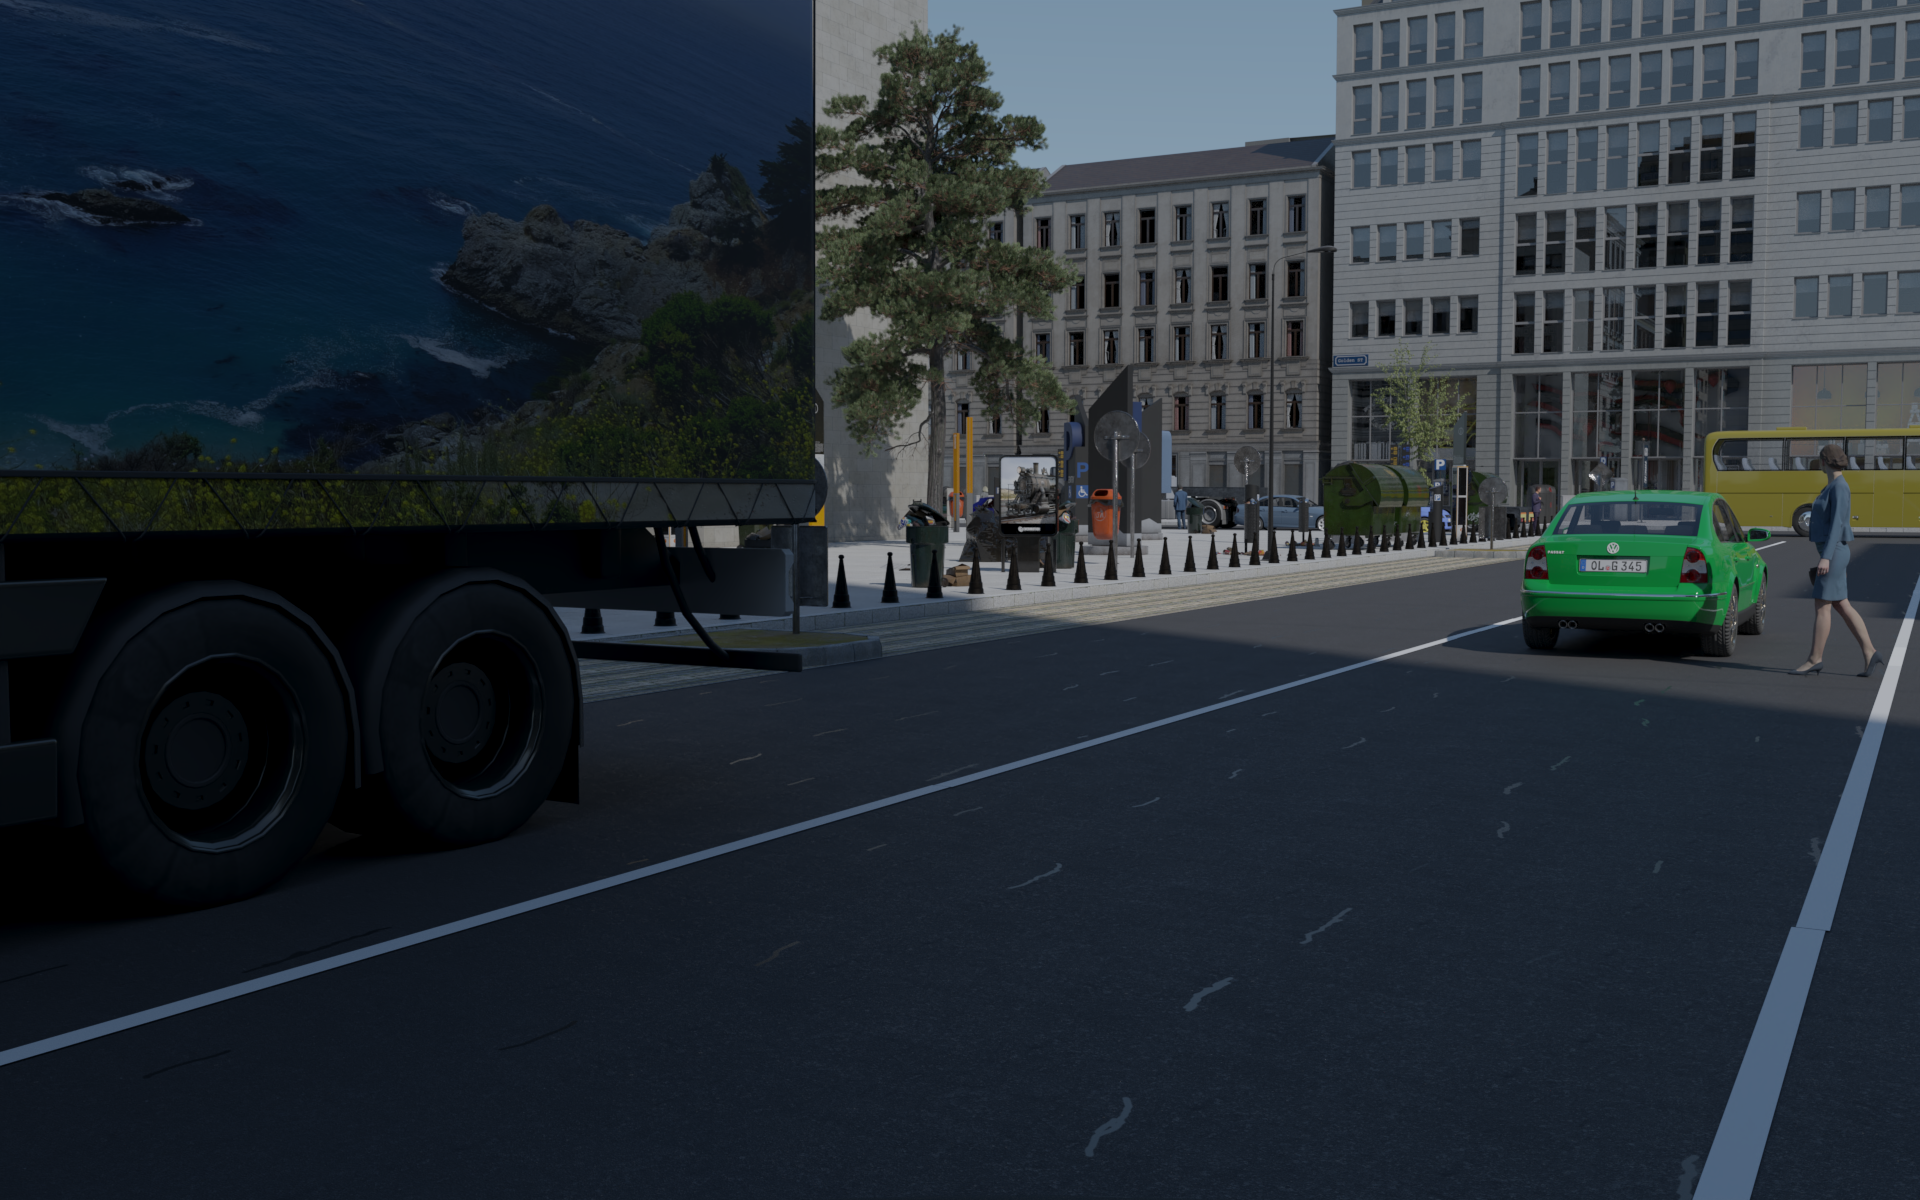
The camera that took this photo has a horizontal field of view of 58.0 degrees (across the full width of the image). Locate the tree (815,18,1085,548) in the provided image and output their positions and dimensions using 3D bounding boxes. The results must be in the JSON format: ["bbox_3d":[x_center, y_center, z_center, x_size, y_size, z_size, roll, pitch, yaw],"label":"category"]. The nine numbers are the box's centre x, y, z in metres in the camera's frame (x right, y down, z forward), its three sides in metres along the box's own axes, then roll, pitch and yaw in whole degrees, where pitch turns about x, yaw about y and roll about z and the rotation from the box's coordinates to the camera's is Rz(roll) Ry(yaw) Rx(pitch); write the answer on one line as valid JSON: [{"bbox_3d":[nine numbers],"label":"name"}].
[{"bbox_3d":[-0.536,-7.239,40.413,6.751,12.117,7.091,0,3,0],"label":"tree"}]

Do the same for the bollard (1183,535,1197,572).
[{"bbox_3d":[3.787,-0.763,28.515,0.229,0.601,0.229,0,3,0],"label":"bollard"}]

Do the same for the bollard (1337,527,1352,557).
[{"bbox_3d":[7.864,-1.200,35.664,0.229,0.601,0.229,0,3,0],"label":"bollard"}]

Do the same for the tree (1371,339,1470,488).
[{"bbox_3d":[21.587,-8.048,81.951,4.737,8.622,4.395,0,3,0],"label":"tree"}]

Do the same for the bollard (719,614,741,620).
[{"bbox_3d":[-2.361,-0.105,17.751,0.229,0.601,0.229,0,3,0],"label":"bollard"}]

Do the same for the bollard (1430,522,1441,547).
[{"bbox_3d":[11.449,-1.584,41.944,0.229,0.601,0.229,0,3,0],"label":"bollard"}]

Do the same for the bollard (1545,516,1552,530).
[{"bbox_3d":[18.109,-2.299,53.624,0.229,0.601,0.229,0,3,0],"label":"bollard"}]

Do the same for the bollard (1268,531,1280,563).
[{"bbox_3d":[5.820,-0.981,32.088,0.229,0.601,0.229,0,3,0],"label":"bollard"}]

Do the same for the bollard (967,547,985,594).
[{"bbox_3d":[0.204,-0.380,22.246,0.229,0.601,0.229,0,3,0],"label":"bollard"}]

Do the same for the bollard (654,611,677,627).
[{"bbox_3d":[-2.871,-0.050,16.859,0.229,0.601,0.229,0,3,0],"label":"bollard"}]

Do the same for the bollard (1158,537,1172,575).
[{"bbox_3d":[3.273,-0.708,27.625,0.229,0.601,0.229,0,3,0],"label":"bollard"}]

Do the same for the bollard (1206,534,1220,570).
[{"bbox_3d":[4.295,-0.818,29.411,0.229,0.601,0.229,0,3,0],"label":"bollard"}]

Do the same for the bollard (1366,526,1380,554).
[{"bbox_3d":[8.889,-1.310,37.456,0.229,0.601,0.229,0,3,0],"label":"bollard"}]

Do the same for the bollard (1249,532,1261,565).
[{"bbox_3d":[5.312,-0.927,31.195,0.229,0.601,0.229,0,3,0],"label":"bollard"}]

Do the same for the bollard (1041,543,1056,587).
[{"bbox_3d":[1.227,-0.489,24.041,0.229,0.601,0.229,0,3,0],"label":"bollard"}]

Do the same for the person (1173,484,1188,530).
[{"bbox_3d":[8.422,-3.508,66.046,0.721,1.800,0.419,-2,4,-32],"label":"person"}]

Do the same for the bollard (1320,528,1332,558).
[{"bbox_3d":[7.352,-1.146,34.772,0.229,0.601,0.229,0,3,0],"label":"bollard"}]

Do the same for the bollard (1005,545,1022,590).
[{"bbox_3d":[0.718,-0.434,23.136,0.229,0.601,0.229,0,3,0],"label":"bollard"}]

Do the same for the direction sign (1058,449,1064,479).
[{"bbox_3d":[5.297,-5.821,87.172,0.876,3.537,0.379,-2,4,-28],"label":"direction sign"}]

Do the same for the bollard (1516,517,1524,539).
[{"bbox_3d":[16.061,-2.079,50.030,0.229,0.601,0.229,0,3,0],"label":"bollard"}]

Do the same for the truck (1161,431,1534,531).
[{"bbox_3d":[13.401,-4.918,70.164,18.799,4.110,2.967,2,4,30],"label":"truck"}]

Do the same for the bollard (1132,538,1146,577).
[{"bbox_3d":[2.759,-0.654,26.729,0.229,0.601,0.229,0,3,0],"label":"bollard"}]

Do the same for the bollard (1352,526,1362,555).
[{"bbox_3d":[8.379,-1.255,36.565,0.229,0.601,0.229,0,3,0],"label":"bollard"}]

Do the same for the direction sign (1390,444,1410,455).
[{"bbox_3d":[20.039,-5.319,78.958,0.876,3.537,0.379,1,4,12],"label":"direction sign"}]

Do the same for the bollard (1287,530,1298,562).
[{"bbox_3d":[6.333,-1.037,32.989,0.229,0.601,0.229,0,3,0],"label":"bollard"}]

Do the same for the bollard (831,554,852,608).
[{"bbox_3d":[-1.338,-0.214,19.538,0.229,0.601,0.229,0,3,0],"label":"bollard"}]

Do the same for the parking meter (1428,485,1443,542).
[{"bbox_3d":[12.636,-2.301,46.028,0.372,1.533,0.369,0,3,0],"label":"parking meter"}]

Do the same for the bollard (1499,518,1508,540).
[{"bbox_3d":[15.037,-1.969,48.233,0.229,0.601,0.229,0,3,0],"label":"bollard"}]

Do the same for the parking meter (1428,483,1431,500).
[{"bbox_3d":[23.129,-4.907,85.940,0.399,1.863,0.255,-2,4,-34],"label":"parking meter"}]

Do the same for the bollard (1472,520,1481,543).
[{"bbox_3d":[13.489,-1.803,45.516,0.229,0.601,0.229,0,3,0],"label":"bollard"}]

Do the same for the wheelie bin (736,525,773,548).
[{"bbox_3d":[-4.213,-1.719,36.020,0.693,1.594,0.980,3,4,36],"label":"wheelie bin"}]

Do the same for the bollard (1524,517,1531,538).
[{"bbox_3d":[16.577,-2.134,50.931,0.229,0.601,0.229,0,3,0],"label":"bollard"}]

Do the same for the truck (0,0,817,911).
[{"bbox_3d":[-4.575,-0.965,4.684,2.839,4.237,11.283,2,4,30],"label":"truck"}]

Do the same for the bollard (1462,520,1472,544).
[{"bbox_3d":[12.976,-1.748,44.626,0.229,0.601,0.229,0,3,0],"label":"bollard"}]

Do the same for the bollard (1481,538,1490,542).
[{"bbox_3d":[14.002,-1.858,46.422,0.229,0.601,0.229,0,3,0],"label":"bollard"}]

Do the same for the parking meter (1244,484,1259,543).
[{"bbox_3d":[7.642,-2.260,45.360,0.372,1.533,0.369,0,3,0],"label":"parking meter"}]

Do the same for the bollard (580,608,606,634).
[{"bbox_3d":[-3.386,0.005,15.957,0.229,0.601,0.229,0,3,0],"label":"bollard"}]

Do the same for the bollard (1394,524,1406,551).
[{"bbox_3d":[9.912,-1.420,39.257,0.229,0.601,0.229,0,3,0],"label":"bollard"}]

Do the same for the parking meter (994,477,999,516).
[{"bbox_3d":[1.353,-3.210,58.197,0.399,1.863,0.255,1,4,12],"label":"parking meter"}]

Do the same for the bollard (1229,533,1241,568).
[{"bbox_3d":[4.806,-0.872,30.302,0.229,0.601,0.229,0,3,0],"label":"bollard"}]

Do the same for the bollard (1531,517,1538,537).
[{"bbox_3d":[17.086,-2.189,51.826,0.229,0.601,0.229,0,3,0],"label":"bollard"}]

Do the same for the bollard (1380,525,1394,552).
[{"bbox_3d":[9.395,-1.364,38.350,0.229,0.601,0.229,0,3,0],"label":"bollard"}]

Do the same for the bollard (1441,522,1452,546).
[{"bbox_3d":[11.957,-1.639,42.841,0.229,0.601,0.229,0,3,0],"label":"bollard"}]

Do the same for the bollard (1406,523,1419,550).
[{"bbox_3d":[10.428,-1.475,40.159,0.229,0.601,0.229,0,3,0],"label":"bollard"}]

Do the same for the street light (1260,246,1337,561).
[{"bbox_3d":[6.427,-3.687,32.831,1.470,5.913,1.316,2,4,30],"label":"street light"}]

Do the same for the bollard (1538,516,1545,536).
[{"bbox_3d":[17.598,-2.244,52.727,0.229,0.601,0.229,0,3,0],"label":"bollard"}]

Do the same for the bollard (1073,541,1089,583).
[{"bbox_3d":[1.744,-0.544,24.940,0.229,0.601,0.229,0,3,0],"label":"bollard"}]

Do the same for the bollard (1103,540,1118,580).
[{"bbox_3d":[2.253,-0.599,25.835,0.229,0.601,0.229,0,3,0],"label":"bollard"}]

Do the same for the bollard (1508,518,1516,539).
[{"bbox_3d":[15.552,-2.024,49.138,0.229,0.601,0.229,0,3,0],"label":"bollard"}]

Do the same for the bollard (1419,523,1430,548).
[{"bbox_3d":[10.939,-1.530,41.051,0.229,0.601,0.229,0,3,0],"label":"bollard"}]

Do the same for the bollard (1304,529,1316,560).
[{"bbox_3d":[6.844,-1.091,33.880,0.229,0.601,0.229,0,3,0],"label":"bollard"}]

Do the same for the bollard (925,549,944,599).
[{"bbox_3d":[-0.313,-0.324,21.338,0.229,0.601,0.229,0,3,0],"label":"bollard"}]

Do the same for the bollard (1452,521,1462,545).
[{"bbox_3d":[12.466,-1.694,43.734,0.229,0.601,0.229,0,3,0],"label":"bollard"}]

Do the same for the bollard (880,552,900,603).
[{"bbox_3d":[-0.826,-0.269,20.440,0.229,0.601,0.229,0,3,0],"label":"bollard"}]

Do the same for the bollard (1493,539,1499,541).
[{"bbox_3d":[14.519,-1.914,47.328,0.229,0.601,0.229,0,3,0],"label":"bollard"}]
